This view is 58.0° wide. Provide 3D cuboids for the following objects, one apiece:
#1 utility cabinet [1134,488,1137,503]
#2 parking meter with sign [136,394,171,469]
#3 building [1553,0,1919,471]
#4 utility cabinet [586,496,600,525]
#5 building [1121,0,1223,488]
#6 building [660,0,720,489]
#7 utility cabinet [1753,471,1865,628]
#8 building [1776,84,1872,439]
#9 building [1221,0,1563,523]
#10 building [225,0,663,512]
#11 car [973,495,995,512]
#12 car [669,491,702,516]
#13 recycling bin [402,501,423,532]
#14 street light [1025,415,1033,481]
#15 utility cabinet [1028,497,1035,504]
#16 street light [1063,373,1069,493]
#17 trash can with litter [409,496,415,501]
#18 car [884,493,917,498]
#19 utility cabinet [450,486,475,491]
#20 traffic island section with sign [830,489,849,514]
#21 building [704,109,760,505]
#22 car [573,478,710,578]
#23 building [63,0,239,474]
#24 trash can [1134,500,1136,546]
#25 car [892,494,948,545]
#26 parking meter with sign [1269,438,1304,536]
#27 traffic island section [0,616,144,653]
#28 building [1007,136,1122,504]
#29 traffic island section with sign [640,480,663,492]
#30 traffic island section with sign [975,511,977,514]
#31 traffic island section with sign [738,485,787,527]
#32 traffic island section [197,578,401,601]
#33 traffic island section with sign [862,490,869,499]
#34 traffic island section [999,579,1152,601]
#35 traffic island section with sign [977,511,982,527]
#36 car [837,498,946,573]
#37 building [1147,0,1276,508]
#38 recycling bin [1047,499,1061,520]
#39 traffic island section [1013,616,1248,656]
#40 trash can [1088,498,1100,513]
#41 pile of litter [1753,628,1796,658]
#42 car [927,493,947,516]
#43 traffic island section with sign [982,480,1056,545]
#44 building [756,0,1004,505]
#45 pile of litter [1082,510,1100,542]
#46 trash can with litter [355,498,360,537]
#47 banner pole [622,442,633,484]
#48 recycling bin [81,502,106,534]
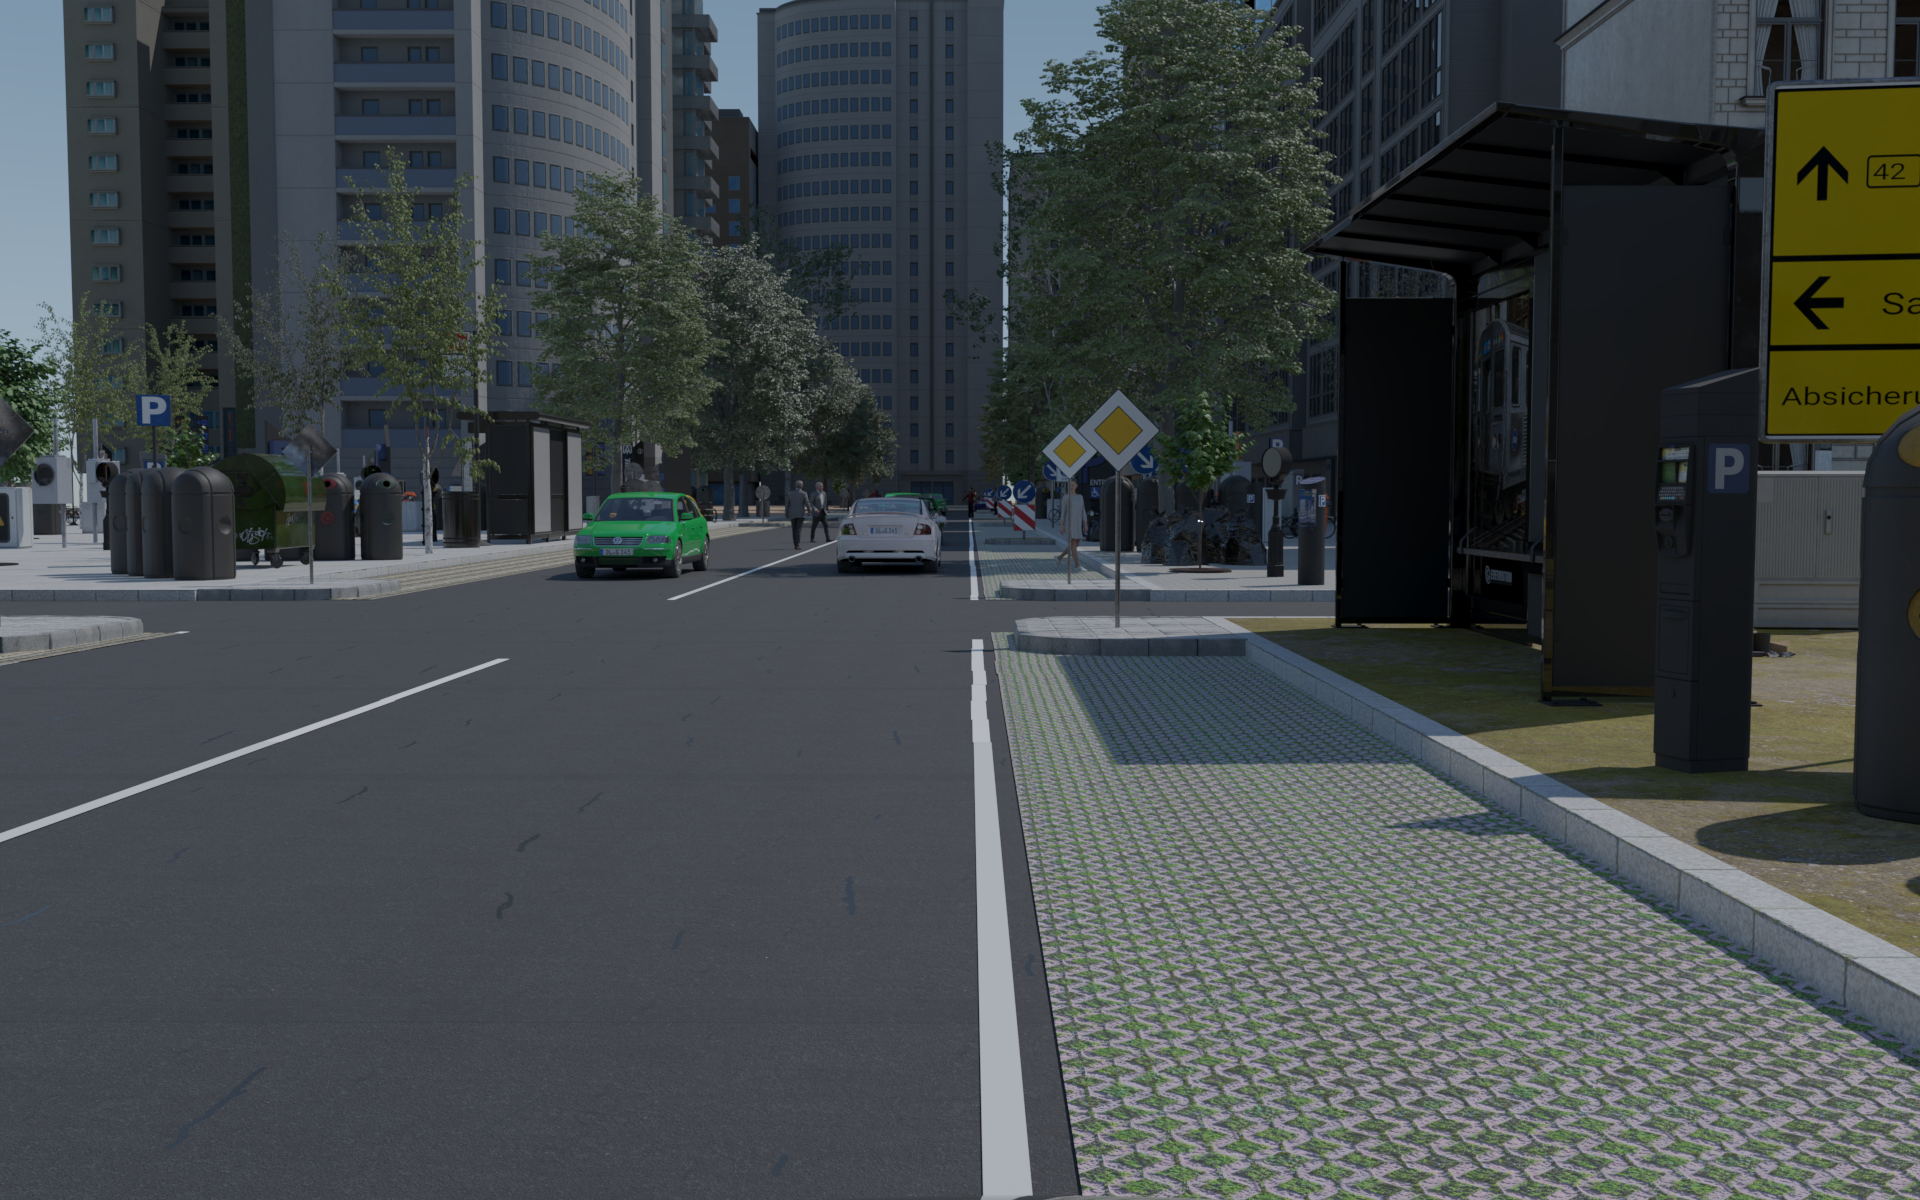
[{"bbox_3d":[6.984,-3.666,68.624,0.318,1.500,1.173,-1,4,-18],"label":"utility cabinet"},{"bbox_3d":[-14.484,-2.137,31.194,0.543,3.016,1.738,-2,4,-24],"label":"parking meter with sign"},{"bbox_3d":[24.478,-10.744,40.288,19.286,19.102,10.561,0,4,0],"label":"building"},{"bbox_3d":[-12.857,-3.027,60.646,0.306,1.237,1.020,0,4,-2],"label":"utility cabinet"},{"bbox_3d":[25.885,-32.383,153.172,21.300,48.544,21.600,0,4,0],"label":"building"},{"bbox_3d":[-37.028,-32.570,152.130,30.456,49.044,23.786,0,4,0],"label":"building"},{"bbox_3d":[8.076,-0.474,16.437,1.173,1.500,0.318,0,4,6],"label":"utility cabinet"},{"bbox_3d":[65.436,-32.371,152.959,21.600,48.544,21.300,0,4,0],"label":"building"},{"bbox_3d":[21.757,-17.943,86.871,14.314,27.812,24.014,0,4,0],"label":"building"},{"bbox_3d":[-32.558,-34.964,113.663,21.231,58.520,28.212,0,4,0],"label":"building"},{"bbox_3d":[1.886,-7.594,136.738,1.945,1.354,3.894,0,4,-1],"label":"car"},{"bbox_3d":[-6.743,-1.753,38.893,2.015,1.641,3.980,0,4,0],"label":"car"},{"bbox_3d":[-18.695,-2.851,59.166,0.722,1.027,0.722,1,4,16],"label":"recycling bin"},{"bbox_3d":[3.954,-7.739,99.314,0.468,5.910,1.993,0,4,0],"label":"street light"},{"bbox_3d":[4.303,-5.357,96.273,0.318,1.500,1.173,3,5,43],"label":"utility cabinet"},{"bbox_3d":[3.769,-5.367,60.532,0.468,5.910,1.993,0,4,0],"label":"street light"},{"bbox_3d":[-22.174,-3.601,69.931,1.678,1.210,2.233,-2,4,-26],"label":"trash can with litter"},{"bbox_3d":[-1.982,-3.210,61.280,1.959,1.807,4.718,0,4,0],"label":"car"},{"bbox_3d":[-13.935,-2.454,48.796,0.318,1.500,1.173,-3,5,-43],"label":"utility cabinet"},{"bbox_3d":[-8.425,-7.207,126.459,1.989,1.847,2.006,0,4,0],"label":"traffic island section with sign"},{"bbox_3d":[-30.606,-33.717,201.384,14.200,45.320,14.600,0,4,0],"label":"building"},{"bbox_3d":[-5.635,-1.356,30.975,1.959,1.807,4.718,0,4,1],"label":"car"},{"bbox_3d":[-63.050,-32.398,153.405,21.600,48.544,21.300,0,4,0],"label":"building"},{"bbox_3d":[4.531,-1.921,43.068,0.748,1.137,0.748,0,3,0],"label":"trash can"},{"bbox_3d":[-1.346,-2.452,49.878,2.009,1.686,4.222,0,4,-1],"label":"car"},{"bbox_3d":[10.247,-3.498,53.454,0.543,3.016,1.738,-2,4,-25],"label":"parking meter with sign"},{"bbox_3d":[-9.307,0.340,16.718,2.009,0.180,2.903,0,4,0],"label":"traffic island section"},{"bbox_3d":[12.592,-31.637,200.855,14.086,41.232,14.154,0,4,0],"label":"building"},{"bbox_3d":[-8.820,-2.488,49.304,1.989,1.847,2.006,0,4,0],"label":"traffic island section with sign"},{"bbox_3d":[2.093,-7.203,126.397,1.989,1.847,2.006,0,4,0],"label":"traffic island section with sign"},{"bbox_3d":[-8.674,-4.145,76.405,1.989,1.847,2.006,0,4,0],"label":"traffic island section with sign"},{"bbox_3d":[-9.267,-0.148,24.703,2.009,0.180,2.903,0,4,0],"label":"traffic island section"},{"bbox_3d":[-8.295,-8.862,153.527,1.989,1.847,2.006,0,4,0],"label":"traffic island section with sign"},{"bbox_3d":[1.574,-0.145,24.644,2.009,0.180,2.903,0,4,0],"label":"traffic island section"},{"bbox_3d":[1.844,-4.144,76.381,1.989,1.847,2.006,0,4,0],"label":"traffic island section with sign"},{"bbox_3d":[-1.309,-1.258,32.938,2.083,1.381,4.827,0,4,0],"label":"car"},{"bbox_3d":[26.522,-49.730,125.758,22.319,86.520,31.000,0,4,0],"label":"building"},{"bbox_3d":[4.829,-4.551,86.955,0.722,1.027,0.722,2,4,26],"label":"recycling bin"},{"bbox_3d":[1.534,0.344,16.659,2.009,0.180,2.903,0,4,0],"label":"traffic island section"},{"bbox_3d":[4.831,-3.047,61.465,0.748,1.137,0.748,0,3,0],"label":"trash can"},{"bbox_3d":[6.074,-0.023,14.340,1.176,0.858,1.719,-1,4,-14],"label":"pile of litter"},{"bbox_3d":[-1.833,-6.524,115.460,1.959,1.807,4.718,0,4,-2],"label":"car"},{"bbox_3d":[1.703,-2.495,49.426,1.989,1.847,2.006,0,4,0],"label":"traffic island section with sign"},{"bbox_3d":[-9.121,-40.471,203.694,28.212,58.520,21.231,0,4,0],"label":"building"},{"bbox_3d":[3.840,-2.017,46.949,1.176,0.858,1.719,0,4,-3],"label":"pile of litter"},{"bbox_3d":[-17.789,-2.424,51.024,0.624,1.170,1.055,1,4,20],"label":"trash can with litter"},{"bbox_3d":[-14.196,-5.086,73.171,0.863,3.779,0.401,-1,4,-9],"label":"banner pole"},{"bbox_3d":[-28.184,-2.686,56.469,0.722,1.027,0.722,-1,4,-17],"label":"recycling bin"}]
